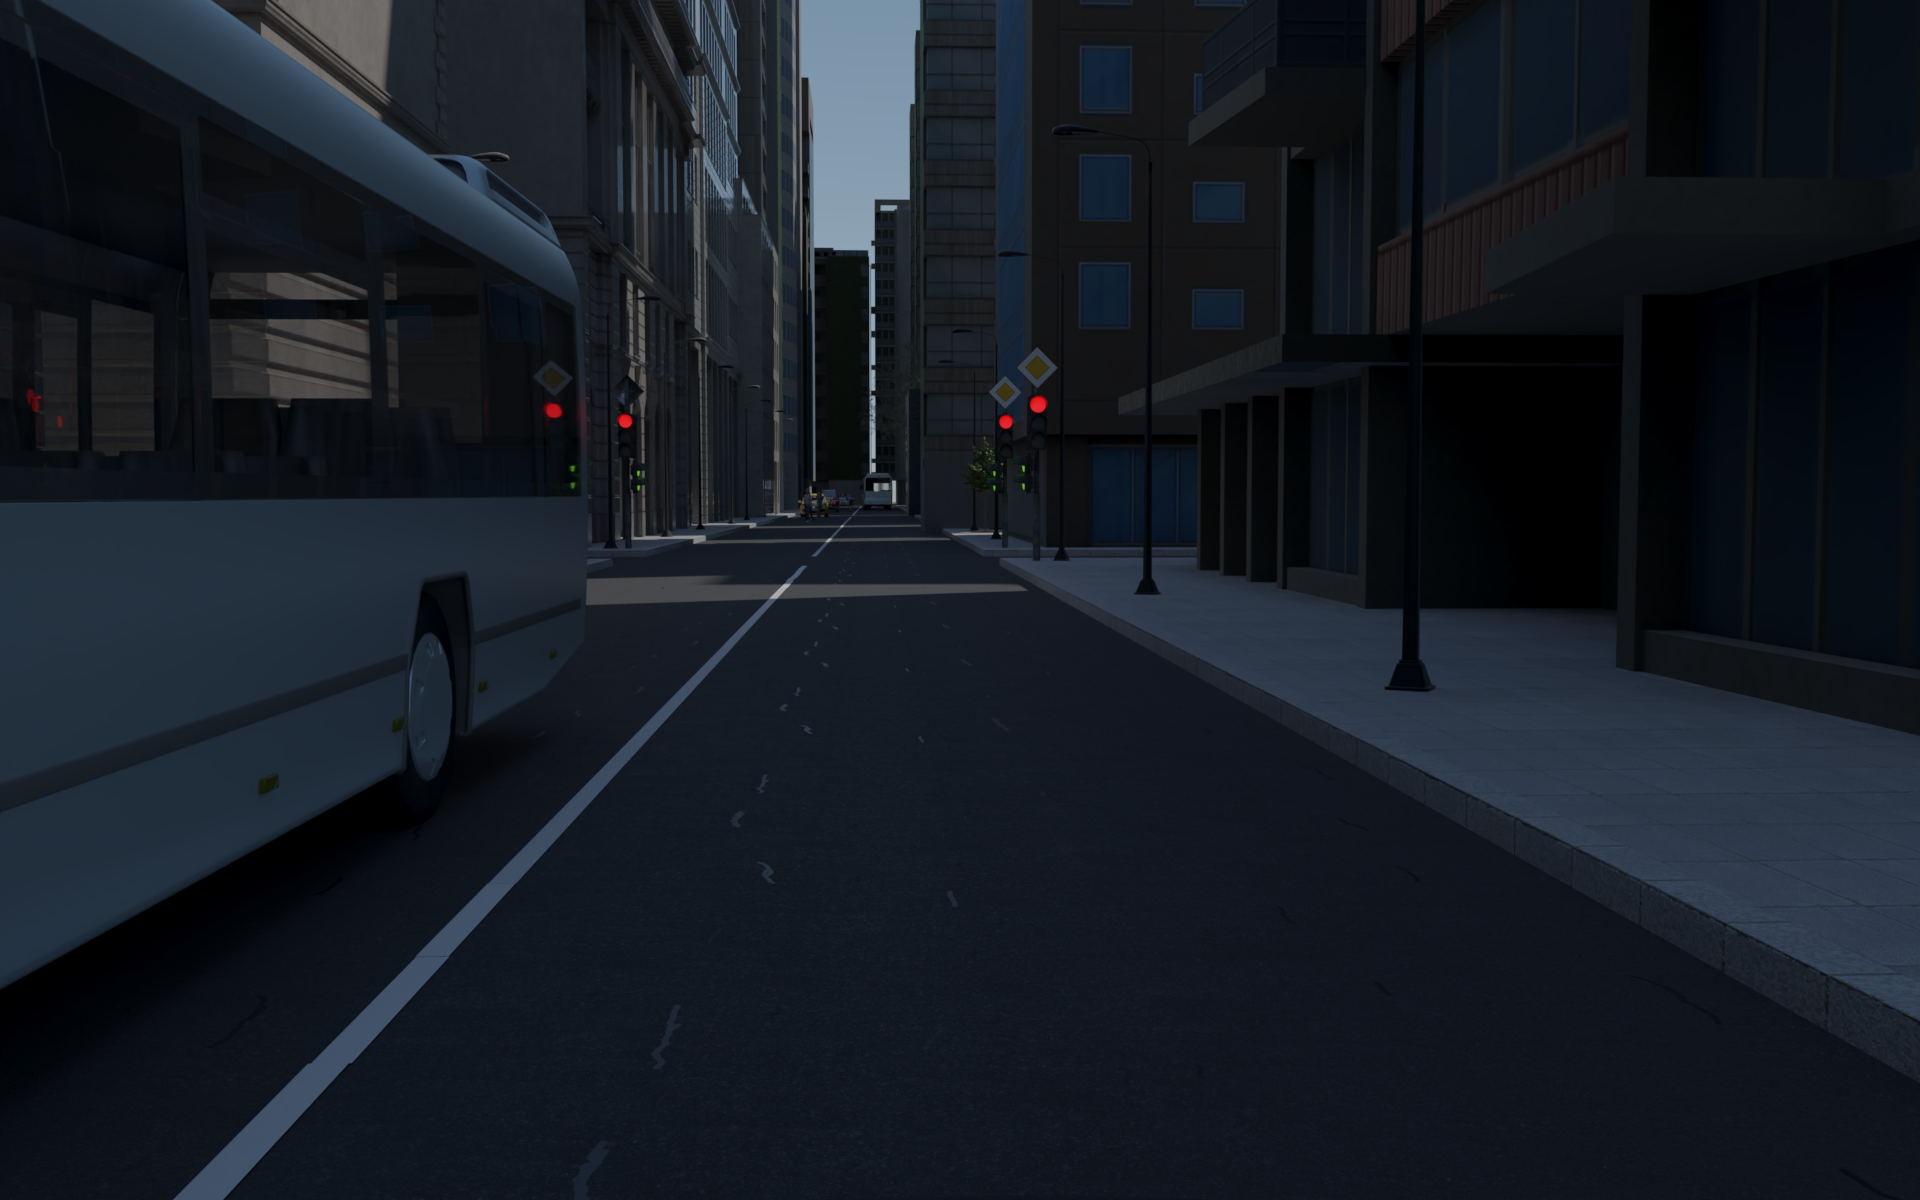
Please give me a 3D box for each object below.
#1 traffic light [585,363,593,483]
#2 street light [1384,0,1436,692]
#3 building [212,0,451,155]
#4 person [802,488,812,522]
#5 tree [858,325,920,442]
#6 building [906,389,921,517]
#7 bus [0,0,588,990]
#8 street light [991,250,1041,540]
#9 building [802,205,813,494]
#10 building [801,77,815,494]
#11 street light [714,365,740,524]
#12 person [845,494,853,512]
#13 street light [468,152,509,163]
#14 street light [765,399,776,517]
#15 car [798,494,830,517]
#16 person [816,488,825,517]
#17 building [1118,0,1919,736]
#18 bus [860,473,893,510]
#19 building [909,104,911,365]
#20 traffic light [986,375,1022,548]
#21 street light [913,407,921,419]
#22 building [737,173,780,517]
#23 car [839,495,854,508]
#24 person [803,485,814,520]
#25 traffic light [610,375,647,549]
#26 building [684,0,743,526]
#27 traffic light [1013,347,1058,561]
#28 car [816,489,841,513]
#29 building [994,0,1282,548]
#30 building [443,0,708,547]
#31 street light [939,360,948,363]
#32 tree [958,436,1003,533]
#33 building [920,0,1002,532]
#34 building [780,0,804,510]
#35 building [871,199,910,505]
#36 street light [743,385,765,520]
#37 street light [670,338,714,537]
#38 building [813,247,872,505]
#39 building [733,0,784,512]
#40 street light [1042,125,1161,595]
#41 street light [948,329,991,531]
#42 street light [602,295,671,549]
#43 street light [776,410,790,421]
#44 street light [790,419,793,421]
[{"bbox_3d":[-7.397,-2.680,32.742,0.839,4.253,0.868,0,4,-3],"label":"traffic light"},{"bbox_3d":[2.421,-2.364,11.197,1.470,5.913,1.316,0,4,-3],"label":"street light"},{"bbox_3d":[-18.541,-12.092,26.583,19.941,23.489,11.050,0,4,-3],"label":"building"},{"bbox_3d":[-7.691,-4.791,87.500,0.731,1.740,0.598,2,4,34],"label":"person"},{"bbox_3d":[-2.149,-12.961,122.278,12.009,13.543,11.850,0,3,0],"label":"tree"},{"bbox_3d":[8.261,-48.122,99.472,22.319,86.520,31.000,0,4,-3],"label":"building"},{"bbox_3d":[-3.420,-0.577,4.302,2.948,3.499,13.247,0,4,-2],"label":"bus"},{"bbox_3d":[1.418,-3.709,33.186,1.470,5.913,1.316,0,4,-3],"label":"street light"},{"bbox_3d":[-21.790,-24.118,166.031,14.160,30.474,14.107,0,4,-3],"label":"building"},{"bbox_3d":[-22.752,-32.600,183.122,14.200,45.320,14.600,0,4,-3],"label":"building"},{"bbox_3d":[-8.830,-5.494,62.367,1.470,5.913,1.316,0,4,-3],"label":"street light"},{"bbox_3d":[-8.749,-7.625,136.398,0.697,1.427,0.421,0,4,-2],"label":"person"},{"bbox_3d":[-6.832,-3.128,23.691,1.470,5.913,1.316,0,4,-3],"label":"street light"},{"bbox_3d":[-9.918,-6.869,84.853,1.470,5.913,1.316,0,4,-3],"label":"street light"},{"bbox_3d":[-9.113,-6.012,108.512,2.015,1.641,3.980,0,4,-3],"label":"car"},{"bbox_3d":[-8.540,-5.960,106.123,0.466,1.800,0.511,1,4,10],"label":"person"},{"bbox_3d":[14.251,-22.102,15.995,22.147,44.769,28.867,0,4,-3],"label":"building"},{"bbox_3d":[-7.738,-10.148,160.786,2.948,3.499,13.247,0,4,-4],"label":"bus"},{"bbox_3d":[2.877,-28.959,157.077,14.154,41.232,14.086,0,4,-3],"label":"building"},{"bbox_3d":[1.052,-3.196,41.176,0.839,4.253,0.868,0,4,-3],"label":"traffic light"},{"bbox_3d":[-1.634,-7.326,92.316,1.470,5.913,1.316,0,4,-3],"label":"street light"},{"bbox_3d":[-16.398,-15.156,102.550,10.420,20.320,16.860,0,4,-3],"label":"building"},{"bbox_3d":[-12.040,-10.241,179.801,2.083,1.381,4.827,0,4,-3],"label":"car"},{"bbox_3d":[-8.240,-5.288,94.315,0.648,1.900,0.474,2,4,35],"label":"person"},{"bbox_3d":[-7.798,-3.168,40.717,0.839,4.253,0.868,0,4,-3],"label":"traffic light"},{"bbox_3d":[-16.672,-18.437,78.930,11.434,29.767,29.804,0,4,-3],"label":"building"},{"bbox_3d":[1.453,-2.708,33.201,0.839,4.253,0.868,0,4,-3],"label":"traffic light"},{"bbox_3d":[-10.490,-7.804,136.265,2.281,1.827,5.304,0,4,-4],"label":"car"},{"bbox_3d":[8.427,-24.271,46.942,14.200,45.320,14.600,0,4,-3],"label":"building"},{"bbox_3d":[-15.357,-12.860,52.058,13.314,21.916,24.055,0,4,-3],"label":"building"},{"bbox_3d":[-0.036,-5.346,59.952,1.470,5.913,1.316,0,4,-3],"label":"street light"},{"bbox_3d":[0.717,-3.851,57.566,1.663,3.219,1.824,0,3,0],"label":"tree"},{"bbox_3d":[5.348,-23.645,70.184,14.154,41.232,14.086,0,4,-3],"label":"building"},{"bbox_3d":[-24.181,-36.781,143.373,21.231,58.520,28.212,0,4,-3],"label":"building"},{"bbox_3d":[0.960,-32.047,215.843,23.993,40.220,32.217,0,4,-3],"label":"building"},{"bbox_3d":[-9.240,-6.210,74.072,1.470,5.913,1.316,0,4,-3],"label":"street light"},{"bbox_3d":[-8.227,-4.834,51.583,1.470,5.913,1.316,0,4,-3],"label":"street light"},{"bbox_3d":[-17.594,-26.551,205.805,14.107,30.474,14.160,0,4,-3],"label":"building"},{"bbox_3d":[-19.933,-26.812,121.971,14.154,41.232,14.086,0,4,-3],"label":"building"},{"bbox_3d":[1.858,-3.024,21.984,1.470,5.913,1.316,0,4,-3],"label":"street light"},{"bbox_3d":[0.484,-4.663,48.774,1.470,5.913,1.316,0,4,-3],"label":"street light"},{"bbox_3d":[-7.686,-4.163,40.613,1.470,5.913,1.316,0,4,-3],"label":"street light"},{"bbox_3d":[-10.355,-7.542,95.846,1.470,5.913,1.316,0,4,-3],"label":"street light"},{"bbox_3d":[-11.010,-8.221,106.954,1.470,5.913,1.316,0,4,-3],"label":"street light"}]
